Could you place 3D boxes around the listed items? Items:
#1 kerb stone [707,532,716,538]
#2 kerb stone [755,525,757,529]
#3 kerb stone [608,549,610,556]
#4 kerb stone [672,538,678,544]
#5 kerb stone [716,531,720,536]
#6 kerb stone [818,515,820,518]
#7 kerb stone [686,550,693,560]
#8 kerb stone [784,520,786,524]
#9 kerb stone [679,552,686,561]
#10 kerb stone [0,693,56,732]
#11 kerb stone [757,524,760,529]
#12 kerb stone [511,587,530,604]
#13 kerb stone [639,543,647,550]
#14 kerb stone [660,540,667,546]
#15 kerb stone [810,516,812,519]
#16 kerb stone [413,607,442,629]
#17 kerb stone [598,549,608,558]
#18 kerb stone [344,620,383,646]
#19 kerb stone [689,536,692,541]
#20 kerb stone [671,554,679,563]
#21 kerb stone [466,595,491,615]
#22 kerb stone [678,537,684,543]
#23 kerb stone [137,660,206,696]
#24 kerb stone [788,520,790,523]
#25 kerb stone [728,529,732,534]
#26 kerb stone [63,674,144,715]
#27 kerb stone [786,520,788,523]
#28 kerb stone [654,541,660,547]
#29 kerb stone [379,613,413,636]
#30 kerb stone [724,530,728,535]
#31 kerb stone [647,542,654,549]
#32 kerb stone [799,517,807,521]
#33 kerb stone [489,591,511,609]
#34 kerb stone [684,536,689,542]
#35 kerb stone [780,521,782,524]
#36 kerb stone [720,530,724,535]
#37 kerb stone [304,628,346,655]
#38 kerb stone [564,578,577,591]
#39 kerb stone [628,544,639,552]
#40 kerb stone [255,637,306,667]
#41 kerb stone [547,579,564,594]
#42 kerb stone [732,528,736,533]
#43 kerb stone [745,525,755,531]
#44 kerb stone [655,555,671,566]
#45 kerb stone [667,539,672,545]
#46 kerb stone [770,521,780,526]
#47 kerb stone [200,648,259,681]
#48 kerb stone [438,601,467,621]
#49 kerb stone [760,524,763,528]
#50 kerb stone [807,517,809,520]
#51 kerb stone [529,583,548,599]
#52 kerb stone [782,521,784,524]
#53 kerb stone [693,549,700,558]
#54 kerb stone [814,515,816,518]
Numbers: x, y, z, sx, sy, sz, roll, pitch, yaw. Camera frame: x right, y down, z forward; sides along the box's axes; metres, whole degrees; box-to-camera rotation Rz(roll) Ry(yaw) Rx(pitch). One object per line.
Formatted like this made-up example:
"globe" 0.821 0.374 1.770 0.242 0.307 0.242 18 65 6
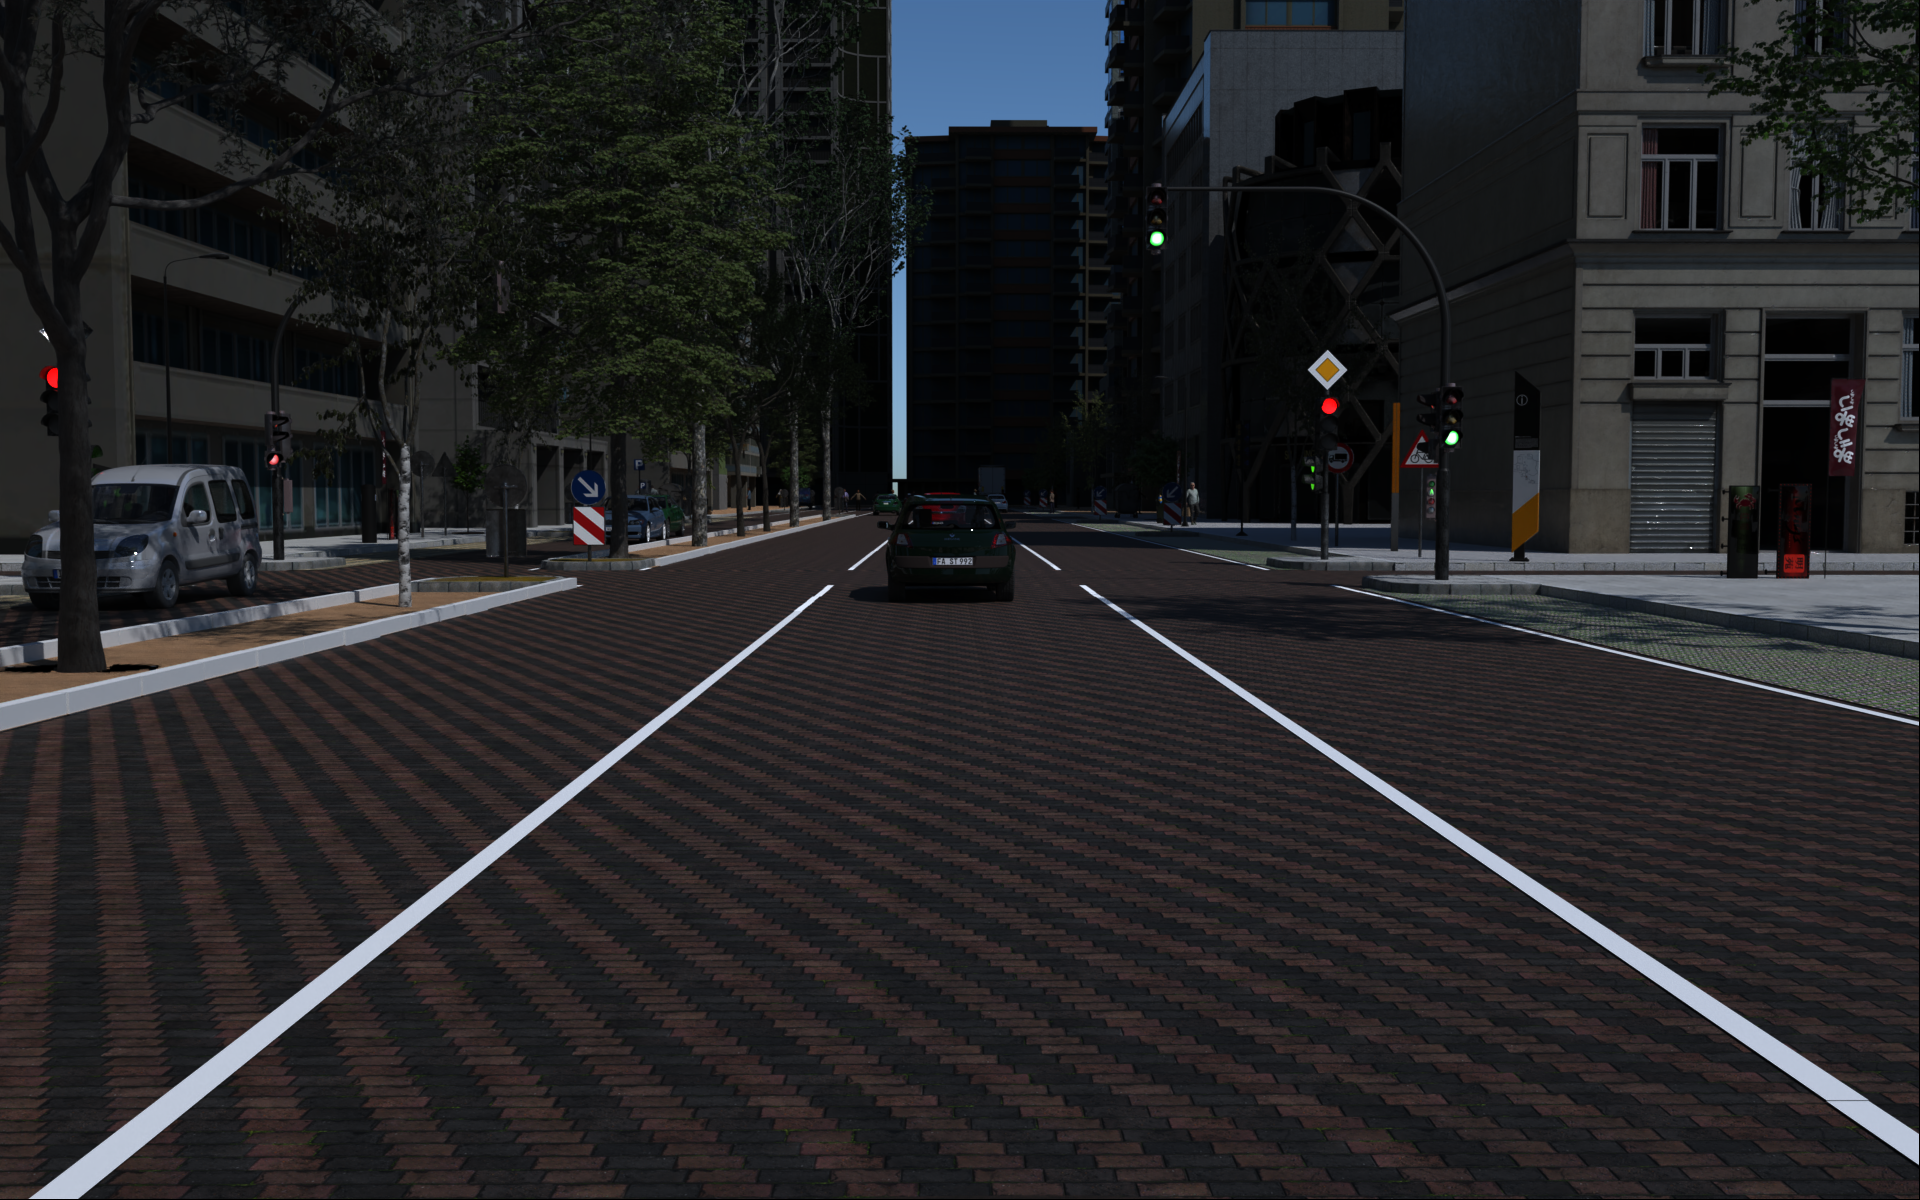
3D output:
"kerb stone" -8.282 -2.152 57.373 0.120 0.150 1.000 0 4 0
"kerb stone" -8.375 -2.901 69.676 0.120 0.150 1.000 0 4 0
"kerb stone" -8.148 -1.084 39.962 0.120 0.150 1.000 0 4 0
"kerb stone" -8.217 -1.649 49.185 0.120 0.150 1.000 0 4 0
"kerb stone" -8.295 -2.214 58.395 0.120 0.150 1.000 0 4 0
"kerb stone" -8.634 -4.972 103.504 0.120 0.150 1.000 0 4 0
"kerb stone" -6.030 -0.954 37.922 0.120 0.150 1.000 0 4 0
"kerb stone" -8.469 -3.656 81.963 0.120 0.150 1.000 0 4 0
"kerb stone" -6.023 -0.895 36.899 0.120 0.150 1.000 0 4 0
"kerb stone" -5.830 0.704 10.691 0.120 0.150 1.000 0 4 0
"kerb stone" -8.378 -2.967 70.699 0.120 0.150 1.000 0 4 0
"kerb stone" -5.921 -0.046 22.978 0.120 0.150 1.000 0 4 0
"kerb stone" -8.175 -1.338 44.065 0.120 0.150 1.000 0 4 0
"kerb stone" -8.199 -1.526 47.140 0.120 0.150 1.000 0 4 0
"kerb stone" -8.586 -4.597 97.355 0.120 0.150 1.000 0 4 0
"kerb stone" -5.886 0.208 18.886 0.120 0.150 1.000 0 4 0
"kerb stone" -8.140 -1.024 38.939 0.120 0.150 1.000 0 4 0
"kerb stone" -5.861 0.328 16.839 0.120 0.150 1.000 0 4 0
"kerb stone" -8.242 -1.837 52.255 0.120 0.150 1.000 0 4 0
"kerb stone" -6.016 -0.837 35.876 0.120 0.150 1.000 0 4 0
"kerb stone" -5.897 0.077 20.934 0.120 0.150 1.000 0 4 0
"kerb stone" -8.221 -1.712 50.211 0.120 0.150 1.000 0 4 0
"kerb stone" -5.839 0.582 12.743 0.120 0.150 1.000 0 4 0
"kerb stone" -8.487 -3.780 84.010 0.120 0.150 1.000 0 4 0
"kerb stone" -8.308 -2.402 61.475 0.120 0.150 1.000 0 4 0
"kerb stone" -5.832 0.642 11.713 0.120 0.150 1.000 0 4 0
"kerb stone" -8.474 -3.718 82.988 0.120 0.150 1.000 0 4 0
"kerb stone" -8.197 -1.459 46.118 0.120 0.150 1.000 0 4 0
"kerb stone" -5.882 0.265 17.861 0.120 0.150 1.000 0 4 0
"kerb stone" -8.310 -2.340 60.452 0.120 0.150 1.000 0 4 0
"kerb stone" -8.188 -1.398 45.091 0.120 0.150 1.000 0 4 0
"kerb stone" -8.560 -4.404 94.281 0.120 0.150 1.000 0 4 0
"kerb stone" -5.918 0.015 21.956 0.120 0.150 1.000 0 4 0
"kerb stone" -8.234 -1.772 51.233 0.120 0.150 1.000 0 4 0
"kerb stone" -8.456 -3.531 79.919 0.120 0.150 1.000 0 4 0
"kerb stone" -8.295 -2.277 59.430 0.120 0.150 1.000 0 4 0
"kerb stone" -5.863 0.394 15.814 0.120 0.150 1.000 0 4 0
"kerb stone" -5.934 -0.236 26.072 0.120 0.150 1.000 0 4 0
"kerb stone" -8.179 -1.273 43.041 0.120 0.150 1.000 0 4 0
"kerb stone" -5.851 0.457 14.787 0.120 0.150 1.000 0 4 0
"kerb stone" -5.935 -0.174 25.037 0.120 0.150 1.000 0 4 0
"kerb stone" -8.306 -2.465 62.497 0.120 0.150 1.000 0 4 0
"kerb stone" -8.362 -2.841 68.653 0.120 0.150 1.000 0 4 0
"kerb stone" -6.001 -0.774 34.850 0.120 0.150 1.000 0 4 0
"kerb stone" -8.209 -1.588 48.162 0.120 0.150 1.000 0 4 0
"kerb stone" -8.445 -3.464 78.897 0.120 0.150 1.000 0 4 0
"kerb stone" -5.853 0.519 13.765 0.120 0.150 1.000 0 4 0
"kerb stone" -5.895 0.140 19.911 0.120 0.150 1.000 0 4 0
"kerb stone" -8.389 -3.022 71.722 0.120 0.150 1.000 0 4 0
"kerb stone" -8.566 -4.471 95.303 0.120 0.150 1.000 0 4 0
"kerb stone" -5.923 -0.111 24.004 0.120 0.150 1.000 0 4 0
"kerb stone" -8.459 -3.593 80.941 0.120 0.150 1.000 0 4 0
"kerb stone" -6.034 -1.023 38.944 0.120 0.150 1.000 0 4 0
"kerb stone" -8.605 -4.781 100.436 0.120 0.150 1.000 0 4 0
